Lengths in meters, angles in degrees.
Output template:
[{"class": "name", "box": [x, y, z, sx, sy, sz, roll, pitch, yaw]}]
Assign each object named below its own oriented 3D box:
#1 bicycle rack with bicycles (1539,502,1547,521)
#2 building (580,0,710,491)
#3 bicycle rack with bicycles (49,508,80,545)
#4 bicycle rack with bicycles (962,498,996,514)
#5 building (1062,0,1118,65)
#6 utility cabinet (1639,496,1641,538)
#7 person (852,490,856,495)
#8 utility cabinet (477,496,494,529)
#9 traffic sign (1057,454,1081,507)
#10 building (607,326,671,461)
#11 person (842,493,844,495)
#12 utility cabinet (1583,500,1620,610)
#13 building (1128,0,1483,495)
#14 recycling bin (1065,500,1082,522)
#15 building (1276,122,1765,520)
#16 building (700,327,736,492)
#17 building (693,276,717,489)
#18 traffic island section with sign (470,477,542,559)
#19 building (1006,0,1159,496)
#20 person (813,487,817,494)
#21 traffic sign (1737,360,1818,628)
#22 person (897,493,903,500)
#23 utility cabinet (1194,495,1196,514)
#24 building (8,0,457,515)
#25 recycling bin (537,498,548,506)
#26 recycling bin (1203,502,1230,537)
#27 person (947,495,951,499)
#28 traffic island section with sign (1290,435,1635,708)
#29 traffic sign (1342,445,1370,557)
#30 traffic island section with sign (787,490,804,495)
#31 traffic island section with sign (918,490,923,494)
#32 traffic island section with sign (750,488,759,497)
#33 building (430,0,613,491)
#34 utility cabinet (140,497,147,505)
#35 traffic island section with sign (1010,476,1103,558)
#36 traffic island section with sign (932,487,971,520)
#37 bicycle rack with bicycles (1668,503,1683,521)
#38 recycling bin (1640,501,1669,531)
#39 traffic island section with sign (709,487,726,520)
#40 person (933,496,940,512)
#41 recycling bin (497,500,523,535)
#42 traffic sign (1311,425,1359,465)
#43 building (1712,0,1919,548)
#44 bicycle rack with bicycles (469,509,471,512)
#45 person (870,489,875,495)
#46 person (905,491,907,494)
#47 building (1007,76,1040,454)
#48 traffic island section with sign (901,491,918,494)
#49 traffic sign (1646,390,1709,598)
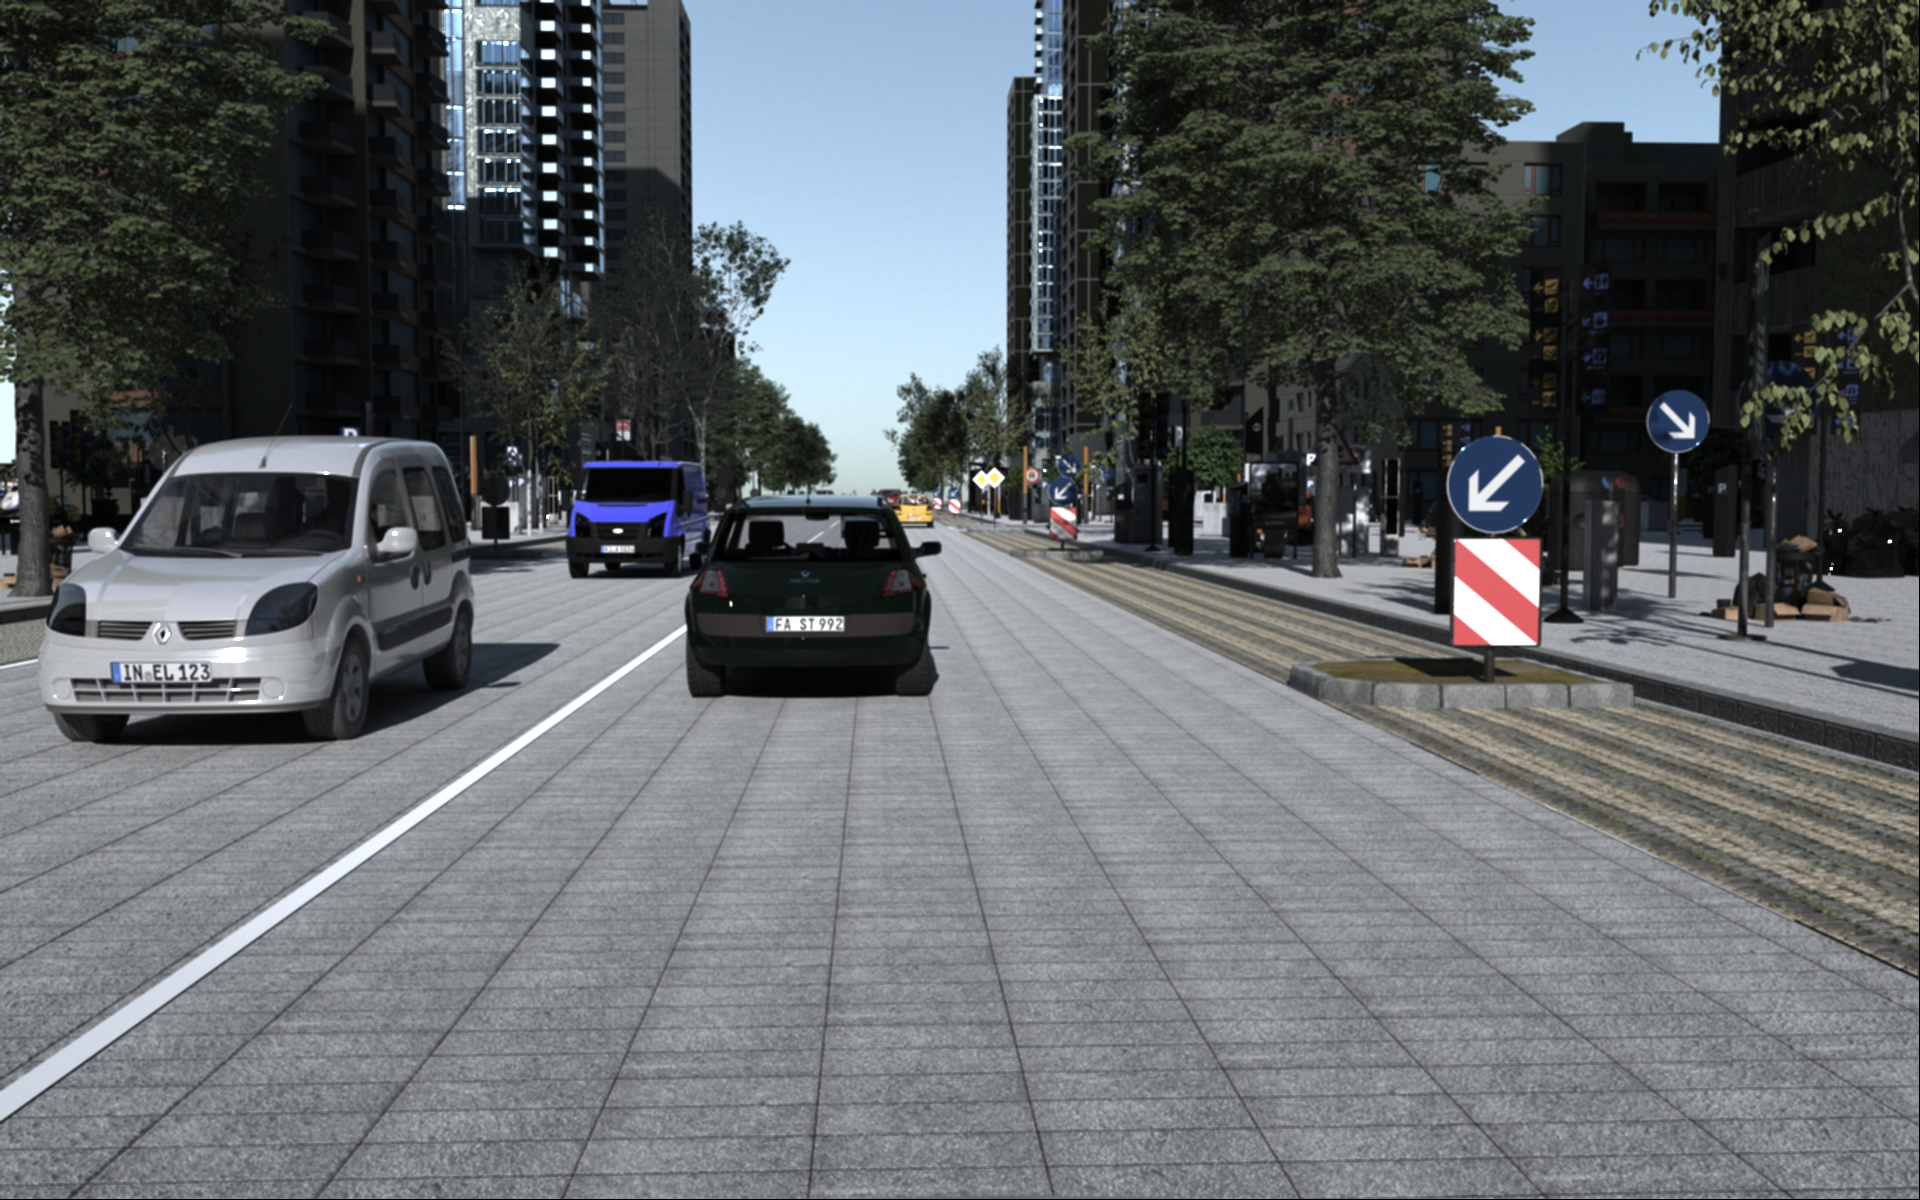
[{"class": "bicycle rack with bicycles", "box": [26.149, -4.077, 80.038, 2.925, 0.926, 2.852, -3, 5, -39]}, {"class": "building", "box": [-47.685, -49.867, 253.584, 20.563, 71.187, 20.611, 0, 4, -3]}, {"class": "bicycle rack with bicycles", "box": [-23.693, -1.860, 43.796, 2.852, 0.926, 2.925, -2, 4, -31]}, {"class": "bicycle rack with bicycles", "box": [1.939, -6.095, 113.039, 2.925, 0.926, 2.852, 1, 4, 12]}, {"class": "building", "box": [20.729, -46.529, 198.998, 20.563, 71.187, 20.611, 0, 4, -3]}, {"class": "utility cabinet", "box": [19.291, -2.405, 50.490, 0.306, 1.237, 1.020, -3, 5, -42]}, {"class": "person", "box": [-11.186, -10.730, 183.810, 0.709, 1.838, 0.599, -3, 5, -40]}, {"class": "utility cabinet", "box": [-17.093, -3.177, 63.108, 1.020, 1.237, 0.306, 0, 4, 5]}, {"class": "traffic sign", "box": [3.473, -3.365, 55.127, 0.768, 2.556, 0.104, 0, 4, -1]}, {"class": "building", "box": [-47.627, -21.181, 191.356, 27.650, 21.520, 28.899, 0, 4, -3]}, {"class": "person", "box": [-19.549, -17.189, 290.344, 0.445, 1.727, 0.742, 3, 5, 41]}, {"class": "utility cabinet", "box": [7.251, -0.515, 19.587, 0.306, 1.237, 1.020, 1, 4, 15]}, {"class": "building", "box": [25.435, -29.044, 129.487, 22.147, 44.769, 28.867, 0, 4, -3]}, {"class": "recycling bin", "box": [5.387, -4.323, 83.243, 0.722, 1.027, 0.722, 2, 4, 23]}, {"class": "building", "box": [35.691, -15.563, 99.497, 28.899, 21.520, 27.650, 0, 4, -3]}, {"class": "building", "box": [-46.183, -32.183, 297.888, 14.160, 30.474, 14.107, 0, 4, -3]}, {"class": "building", "box": [-54.503, -35.815, 277.459, 32.217, 40.220, 23.993, 0, 4, -3]}, {"class": "traffic island section with sign", "box": [-10.420, -1.836, 38.642, 1.989, 1.847, 2.006, 0, 4, -3]}, {"class": "building", "box": [19.553, -58.551, 269.973, 22.319, 86.520, 31.000, 0, 4, -3]}, {"class": "person", "box": [-8.902, -6.021, 106.808, 0.748, 1.841, 0.638, 1, 4, 22]}, {"class": "traffic sign", "box": [7.789, -1.008, 16.595, 0.768, 2.556, 0.104, 0, 4, 0]}, {"class": "person", "box": [-3.622, -5.751, 105.127, 0.503, 1.515, 0.523, -2, 4, -29]}, {"class": "utility cabinet", "box": [14.997, -5.982, 108.962, 1.020, 1.237, 0.306, -1, 4, -19]}, {"class": "building", "box": [-43.976, -27.575, 105.471, 22.147, 44.769, 28.867, 0, 4, -3]}, {"class": "recycling bin", "box": [-26.734, -5.982, 110.362, 0.722, 1.027, 0.722, 1, 4, 16]}, {"class": "recycling bin", "box": [7.786, -2.418, 52.084, 0.722, 1.027, 0.722, -3, 5, -45]}, {"class": "person", "box": [-1.351, -13.522, 229.460, 0.709, 1.838, 0.599, -1, 4, -18]}, {"class": "traffic island section with sign", "box": [3.465, -0.234, 12.451, 1.989, 1.847, 2.006, 0, 4, -3]}, {"class": "traffic sign", "box": [7.985, -2.012, 35.031, 0.606, 2.300, 0.079, 0, 4, 0]}, {"class": "traffic island section with sign", "box": [-16.769, -9.987, 171.908, 1.989, 1.847, 2.006, 0, 4, -3]}, {"class": "traffic island section with sign", "box": [-1.748, -6.921, 121.781, 1.989, 1.847, 2.006, 0, 4, -3]}, {"class": "traffic island section with sign", "box": [-14.384, -6.920, 121.764, 1.989, 1.847, 2.006, 0, 4, -3]}, {"class": "building", "box": [-44.012, -51.777, 159.226, 22.319, 86.520, 31.000, 0, 4, -3]}, {"class": "utility cabinet", "box": [-15.167, -1.354, 33.297, 1.020, 1.237, 0.306, 0, 4, -4]}, {"class": "traffic island section with sign", "box": [2.169, -1.897, 39.643, 1.989, 1.847, 2.006, 0, 4, -3]}, {"class": "traffic island section with sign", "box": [-0.442, -5.241, 94.320, 1.989, 1.847, 2.006, 0, 4, -3]}, {"class": "bicycle rack with bicycles", "box": [32.778, -4.245, 82.783, 2.852, 0.926, 2.925, -1, 4, -8]}, {"class": "recycling bin", "box": [24.087, -2.907, 60.081, 0.722, 1.027, 0.722, 0, 4, 3]}, {"class": "traffic island section with sign", "box": [-13.089, -5.273, 94.840, 1.989, 1.847, 2.006, 0, 4, -3]}, {"class": "person", "box": [-1.877, -7.808, 137.006, 0.563, 1.720, 0.643, -1, 4, -14]}, {"class": "recycling bin", "box": [-14.288, -2.590, 54.898, 0.722, 1.027, 0.722, 0, 4, -6]}, {"class": "traffic sign", "box": [6.944, -1.965, 32.124, 0.884, 2.594, 0.081, 0, 4, 1]}, {"class": "building", "box": [24.695, -16.280, 37.877, 14.160, 30.474, 14.107, 0, 4, -3]}, {"class": "bicycle rack with bicycles", "box": [-37.593, -6.891, 126.043, 2.925, 0.926, 2.852, 2, 4, 26]}, {"class": "person", "box": [-6.508, -7.521, 131.651, 0.590, 1.801, 0.661, -3, 5, -39]}, {"class": "person", "box": [-5.690, -10.505, 180.976, 1.217, 1.735, 0.721, 2, 4, 24]}, {"class": "building", "box": [16.799, -52.497, 296.574, 20.563, 71.187, 20.611, 0, 4, -3]}, {"class": "traffic island section with sign", "box": [-5.438, -11.651, 199.127, 1.989, 1.847, 2.006, 0, 4, -3]}, {"class": "traffic sign", "box": [8.772, -1.294, 21.260, 0.768, 2.556, 0.104, 0, 4, 0]}]
